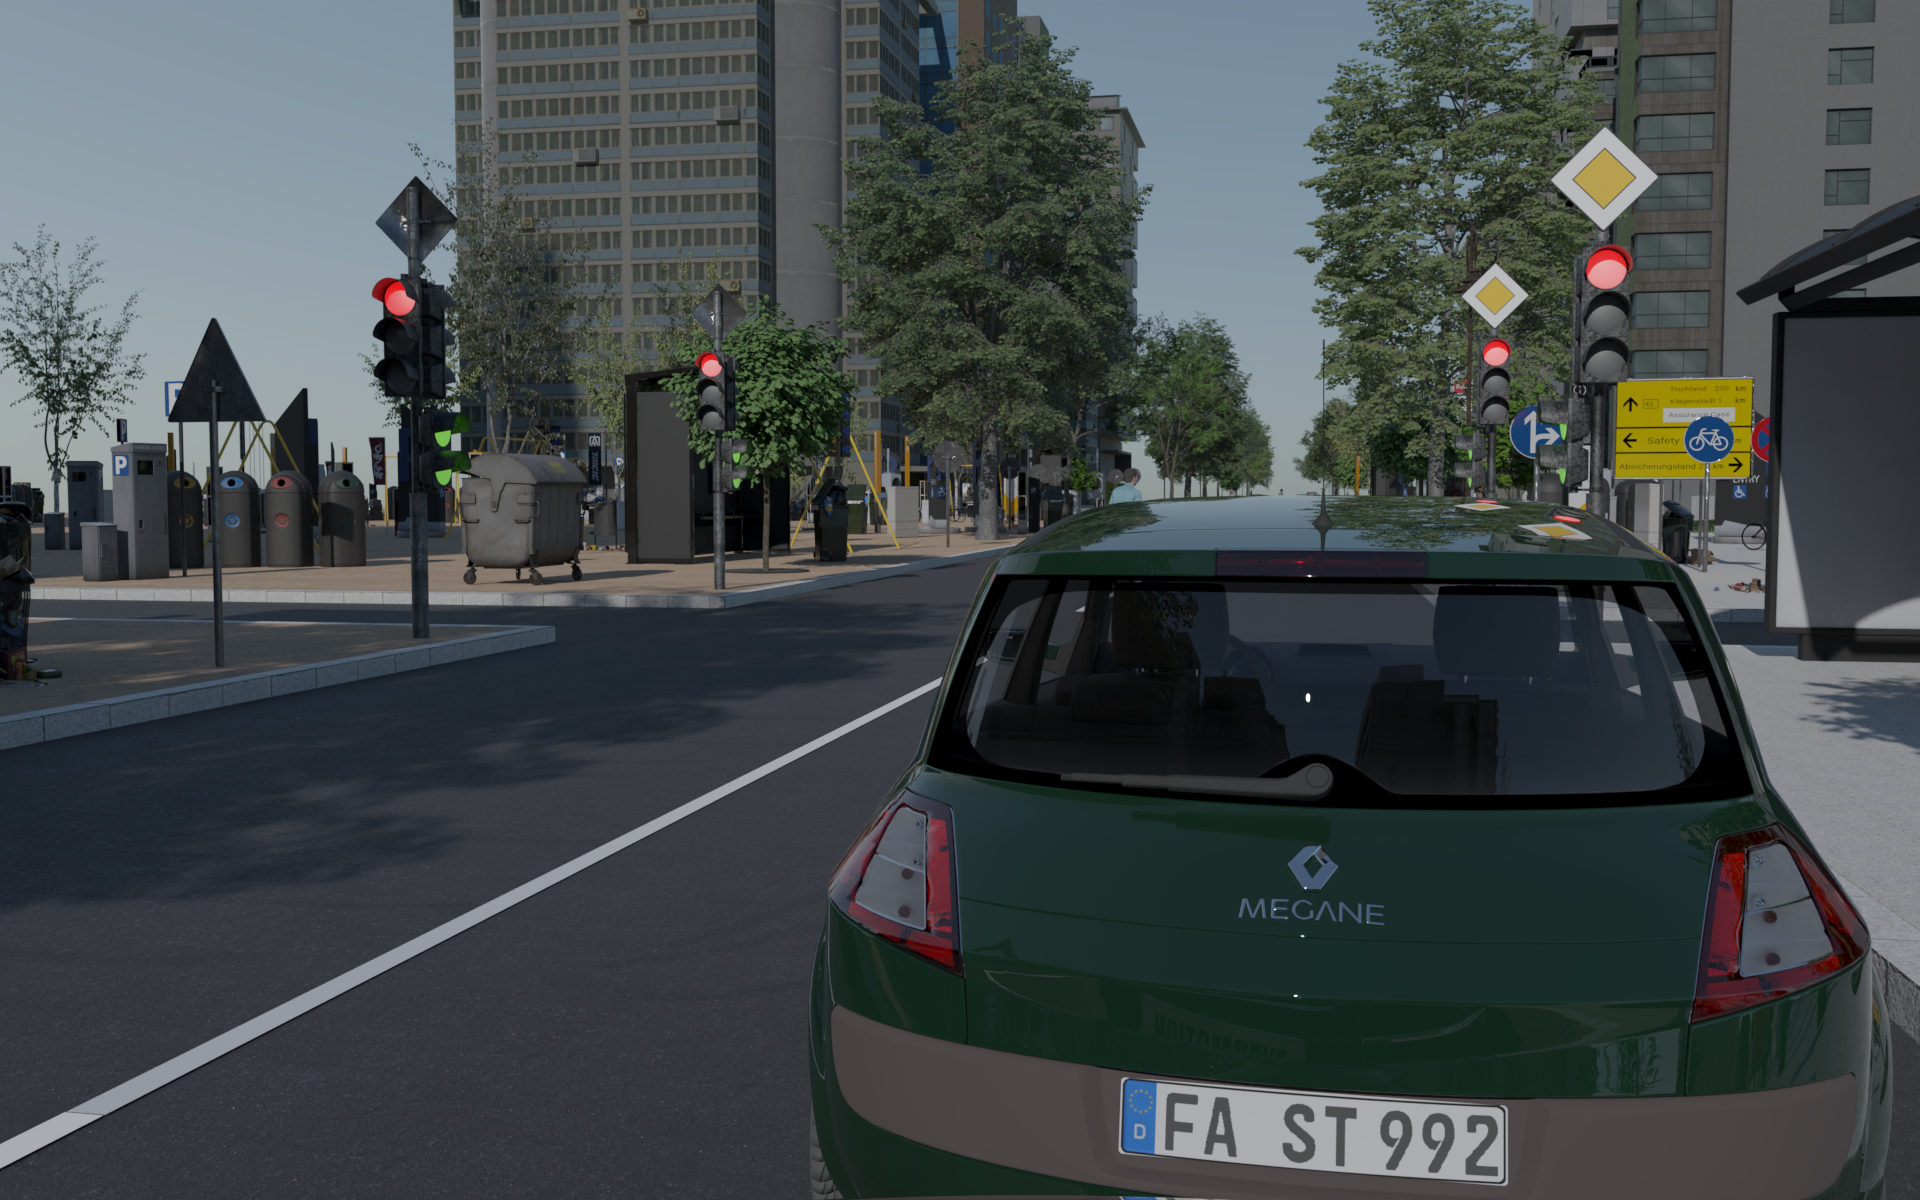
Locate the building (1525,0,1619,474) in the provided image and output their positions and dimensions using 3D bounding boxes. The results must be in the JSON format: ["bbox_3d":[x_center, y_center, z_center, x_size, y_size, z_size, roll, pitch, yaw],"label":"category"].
[{"bbox_3d":[59.971,-33.386,135.107,28.713,52.752,27.495,1,4,11],"label":"building"}]

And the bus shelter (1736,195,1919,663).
[{"bbox_3d":[6.517,-1.027,10.718,2.014,3.302,5.546,1,4,11],"label":"bus shelter"}]

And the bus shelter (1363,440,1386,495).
[{"bbox_3d":[18.862,-5.247,77.074,1.731,3.624,6.357,1,4,12],"label":"bus shelter"}]

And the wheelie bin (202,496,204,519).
[{"bbox_3d":[-37.200,-4.667,84.221,0.980,1.594,0.693,0,4,-4],"label":"wheelie bin"}]

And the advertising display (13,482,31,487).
[{"bbox_3d":[-50.707,-5.411,93.676,0.974,1.923,0.123,0,4,7],"label":"advertising display"}]

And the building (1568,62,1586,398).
[{"bbox_3d":[48.329,-21.105,116.769,14.160,30.474,14.107,1,4,11],"label":"building"}]

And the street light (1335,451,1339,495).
[{"bbox_3d":[37.018,-12.008,169.117,0.468,5.910,1.993,1,4,11],"label":"street light"}]

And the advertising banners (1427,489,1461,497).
[{"bbox_3d":[15.061,-3.462,52.790,2.074,3.025,0.090,-2,4,-27],"label":"advertising banners"}]

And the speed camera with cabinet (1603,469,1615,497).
[{"bbox_3d":[23.016,-4.148,62.159,0.660,3.252,2.038,2,4,31],"label":"speed camera with cabinet"}]

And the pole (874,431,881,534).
[{"bbox_3d":[-2.669,-3.810,56.139,0.158,3.312,0.155,0,3,0],"label":"pole"}]

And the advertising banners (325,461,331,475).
[{"bbox_3d":[-32.435,-5.813,91.236,2.074,3.025,0.090,0,4,6],"label":"advertising banners"}]

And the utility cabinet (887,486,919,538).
[{"bbox_3d":[-1.677,-2.574,50.770,0.318,1.500,1.173,2,4,34],"label":"utility cabinet"}]

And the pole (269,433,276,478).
[{"bbox_3d":[-22.981,-3.922,57.964,0.158,3.312,0.155,0,3,0],"label":"pole"}]

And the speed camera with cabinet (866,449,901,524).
[{"bbox_3d":[-3.415,-4.914,74.687,0.660,3.252,2.038,3,5,40],"label":"speed camera with cabinet"}]

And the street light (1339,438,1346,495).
[{"bbox_3d":[30.314,-10.003,136.339,0.468,5.910,1.993,1,4,11],"label":"street light"}]

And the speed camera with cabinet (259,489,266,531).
[{"bbox_3d":[-23.589,-4.000,59.735,0.660,3.252,2.038,2,4,32],"label":"speed camera with cabinet"}]

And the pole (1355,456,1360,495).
[{"bbox_3d":[21.292,-6.050,92.759,0.158,3.312,0.155,0,3,0],"label":"pole"}]

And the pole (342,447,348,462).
[{"bbox_3d":[-26.766,-4.991,75.444,0.158,3.312,0.155,0,3,0],"label":"pole"}]

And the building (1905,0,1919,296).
[{"bbox_3d":[37.513,-18.871,80.239,14.160,30.474,14.107,1,4,11],"label":"building"}]

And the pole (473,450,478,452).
[{"bbox_3d":[-22.339,-5.269,79.984,0.158,3.312,0.155,0,3,0],"label":"pole"}]

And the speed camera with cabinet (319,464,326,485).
[{"bbox_3d":[-18.425,-3.379,49.577,0.660,3.252,2.038,-2,4,-24],"label":"speed camera with cabinet"}]

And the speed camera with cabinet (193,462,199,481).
[{"bbox_3d":[-48.283,-6.941,107.816,2.038,3.252,0.660,2,4,30],"label":"speed camera with cabinet"}]

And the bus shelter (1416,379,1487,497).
[{"bbox_3d":[16.229,-4.908,57.878,2.179,5.291,8.768,1,4,11],"label":"bus shelter"}]

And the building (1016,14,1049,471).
[{"bbox_3d":[-0.559,-28.227,145.111,14.154,41.232,14.086,1,4,11],"label":"building"}]

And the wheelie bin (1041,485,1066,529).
[{"bbox_3d":[3.370,-3.412,63.698,0.980,1.594,0.693,-1,4,-21],"label":"wheelie bin"}]

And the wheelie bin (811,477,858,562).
[{"bbox_3d":[-2.452,-1.535,33.006,0.693,1.594,0.980,-1,4,-16],"label":"wheelie bin"}]

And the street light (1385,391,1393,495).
[{"bbox_3d":[15.260,-5.449,61.883,0.468,5.910,1.993,1,4,11],"label":"street light"}]

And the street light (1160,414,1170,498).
[{"bbox_3d":[11.664,-7.702,98.707,0.468,5.910,1.993,1,4,11],"label":"street light"}]

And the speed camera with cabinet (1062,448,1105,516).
[{"bbox_3d":[5.166,-4.879,74.112,2.038,3.252,0.660,1,4,17],"label":"speed camera with cabinet"}]

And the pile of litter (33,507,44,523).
[{"bbox_3d":[-41.759,-3.876,77.340,1.719,0.858,1.176,-3,4,-38],"label":"pile of litter"}]

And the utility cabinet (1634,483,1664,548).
[{"bbox_3d":[14.607,-1.714,36.701,0.318,1.500,1.173,0,4,8],"label":"utility cabinet"}]

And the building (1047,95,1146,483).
[{"bbox_3d":[9.644,-39.517,235.341,28.713,52.752,27.495,1,4,11],"label":"building"}]

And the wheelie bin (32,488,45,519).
[{"bbox_3d":[-46.662,-4.866,87.463,0.693,1.594,0.980,1,4,22],"label":"wheelie bin"}]

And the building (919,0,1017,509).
[{"bbox_3d":[-3.677,-29.425,131.213,14.600,45.320,14.200,1,4,11],"label":"building"}]

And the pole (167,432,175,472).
[{"bbox_3d":[-26.081,-3.882,57.313,0.158,3.312,0.155,0,3,0],"label":"pole"}]

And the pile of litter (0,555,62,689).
[{"bbox_3d":[-6.886,0.123,11.948,1.176,0.858,1.719,-2,4,-32],"label":"pile of litter"}]

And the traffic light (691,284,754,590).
[{"bbox_3d":[-3.215,-2.095,23.177,0.839,4.253,0.868,1,4,11],"label":"traffic light"}]

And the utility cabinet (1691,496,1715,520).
[{"bbox_3d":[29.559,-3.534,68.945,1.020,1.237,0.306,-2,4,-28],"label":"utility cabinet"}]

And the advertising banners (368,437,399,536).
[{"bbox_3d":[-17.042,-3.472,52.957,2.074,3.025,0.090,0,4,3],"label":"advertising banners"}]

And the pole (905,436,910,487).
[{"bbox_3d":[-1.862,-4.122,61.231,0.158,3.312,0.155,0,3,0],"label":"pole"}]

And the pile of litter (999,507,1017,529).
[{"bbox_3d":[1.708,-3.092,64.525,1.176,0.858,1.719,2,4,25],"label":"pile of litter"}]

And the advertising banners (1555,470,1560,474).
[{"bbox_3d":[23.083,-4.172,64.399,2.074,3.025,0.090,1,4,12],"label":"advertising banners"}]

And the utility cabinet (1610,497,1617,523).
[{"bbox_3d":[16.517,-2.053,44.732,1.020,1.237,0.306,-2,4,-35],"label":"utility cabinet"}]

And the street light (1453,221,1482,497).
[{"bbox_3d":[8.711,-3.477,29.634,0.468,5.910,1.993,1,4,11],"label":"street light"}]

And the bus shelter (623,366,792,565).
[{"bbox_3d":[-4.750,-2.644,34.513,1.731,3.624,6.357,1,4,11],"label":"bus shelter"}]

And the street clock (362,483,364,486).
[{"bbox_3d":[-36.531,-6.166,105.390,0.471,2.002,0.358,-2,4,-32],"label":"street clock"}]

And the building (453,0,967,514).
[{"bbox_3d":[-15.913,-25.835,114.279,32.217,40.220,23.993,1,4,11],"label":"building"}]

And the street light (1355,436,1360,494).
[{"bbox_3d":[23.723,-8.015,103.826,0.468,5.910,1.993,1,4,11],"label":"street light"}]

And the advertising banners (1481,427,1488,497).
[{"bbox_3d":[9.579,-2.163,31.549,0.090,3.025,2.074,1,4,19],"label":"advertising banners"}]

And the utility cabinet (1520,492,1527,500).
[{"bbox_3d":[18.555,-2.863,55.484,1.173,1.500,0.318,0,4,2],"label":"utility cabinet"}]

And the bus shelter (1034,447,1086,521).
[{"bbox_3d":[5.011,-5.815,86.356,1.731,3.624,6.357,1,4,11],"label":"bus shelter"}]

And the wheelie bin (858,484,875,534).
[{"bbox_3d":[-3.309,-2.892,55.195,0.980,1.594,0.693,1,4,13],"label":"wheelie bin"}]

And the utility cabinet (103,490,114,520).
[{"bbox_3d":[-41.641,-4.636,84.473,0.318,1.500,1.173,0,4,-2],"label":"utility cabinet"}]

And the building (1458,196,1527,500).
[{"bbox_3d":[80.291,-33.063,232.463,32.217,40.220,23.993,1,4,11],"label":"building"}]

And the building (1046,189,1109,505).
[{"bbox_3d":[3.804,-31.675,209.759,32.217,40.220,23.993,1,4,11],"label":"building"}]

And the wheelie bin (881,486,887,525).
[{"bbox_3d":[-3.357,-3.875,71.263,0.980,1.594,0.693,1,4,16],"label":"wheelie bin"}]

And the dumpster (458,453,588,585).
[{"bbox_3d":[-6.320,-1.180,25.059,1.264,1.857,1.865,1,4,11],"label":"dumpster"}]

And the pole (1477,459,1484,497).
[{"bbox_3d":[18.746,-4.191,62.359,0.158,3.312,0.155,0,3,0],"label":"pole"}]

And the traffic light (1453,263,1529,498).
[{"bbox_3d":[6.503,-1.976,21.233,0.839,4.253,0.868,1,4,11],"label":"traffic light"}]
